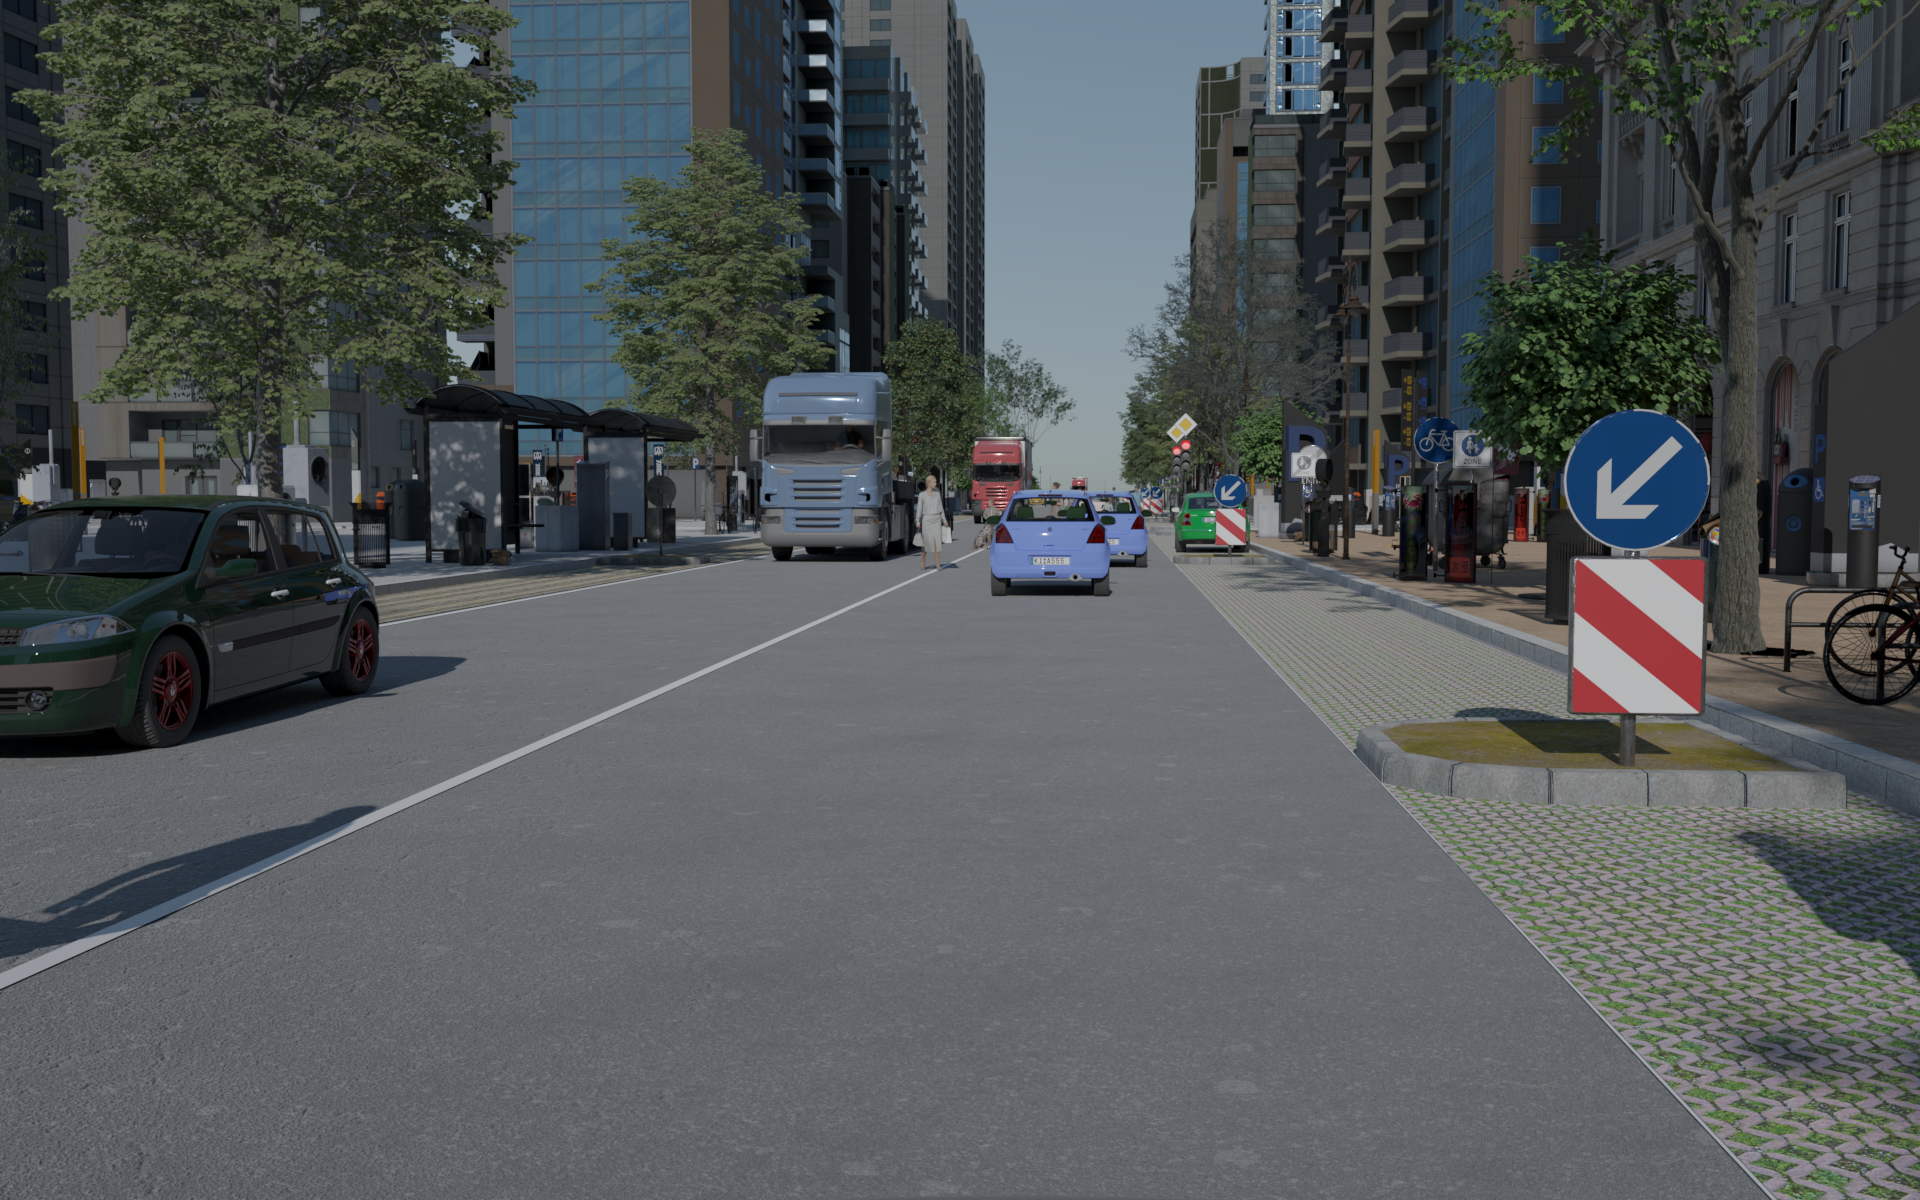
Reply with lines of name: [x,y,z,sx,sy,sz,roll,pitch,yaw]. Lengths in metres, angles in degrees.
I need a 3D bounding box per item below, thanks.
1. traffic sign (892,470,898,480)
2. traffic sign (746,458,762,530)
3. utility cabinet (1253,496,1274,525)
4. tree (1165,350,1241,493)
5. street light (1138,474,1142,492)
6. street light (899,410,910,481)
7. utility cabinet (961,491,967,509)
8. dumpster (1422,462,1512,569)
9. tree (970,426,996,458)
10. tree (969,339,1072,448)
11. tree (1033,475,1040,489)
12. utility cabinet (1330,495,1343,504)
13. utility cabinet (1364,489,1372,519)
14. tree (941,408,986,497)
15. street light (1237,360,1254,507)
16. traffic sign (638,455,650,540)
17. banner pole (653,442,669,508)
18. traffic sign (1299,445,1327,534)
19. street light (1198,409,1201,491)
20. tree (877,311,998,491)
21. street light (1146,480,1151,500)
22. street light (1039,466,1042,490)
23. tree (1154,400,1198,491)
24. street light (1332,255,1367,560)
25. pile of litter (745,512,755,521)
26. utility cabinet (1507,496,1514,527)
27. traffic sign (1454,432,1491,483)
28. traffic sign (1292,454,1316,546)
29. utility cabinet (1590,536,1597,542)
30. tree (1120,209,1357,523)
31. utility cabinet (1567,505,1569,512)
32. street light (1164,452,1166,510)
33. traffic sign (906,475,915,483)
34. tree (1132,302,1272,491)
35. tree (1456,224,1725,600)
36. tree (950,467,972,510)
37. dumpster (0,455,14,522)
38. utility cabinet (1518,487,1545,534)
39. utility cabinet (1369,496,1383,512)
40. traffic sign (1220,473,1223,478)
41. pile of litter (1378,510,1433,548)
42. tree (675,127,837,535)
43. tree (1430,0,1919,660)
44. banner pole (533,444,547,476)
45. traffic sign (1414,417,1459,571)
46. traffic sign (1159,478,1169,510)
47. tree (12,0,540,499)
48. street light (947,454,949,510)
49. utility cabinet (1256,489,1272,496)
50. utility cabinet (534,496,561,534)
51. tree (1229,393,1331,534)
traffic sign: [-3.644,-5.713,93.409,0.884,2.594,0.081,1,4,10]
traffic sign: [-7.138,-3.700,60.606,0.768,2.556,0.104,1,4,11]
utility cabinet: [12.615,-3.679,71.317,1.020,1.237,0.306,1,4,15]
tree: [12.227,-8.252,85.282,4.360,8.622,3.978,0,3,0]
street light: [28.422,-18.542,275.942,0.468,5.910,1.993,0,4,5]
street light: [-3.062,-7.517,95.688,0.468,5.910,1.993,0,4,5]
utility cabinet: [0.335,-8.254,143.637,0.318,1.500,1.173,-1,4,-13]
dumpster: [8.841,-1.496,30.218,1.264,1.857,1.865,0,4,5]
tree: [2.850,-13.933,178.173,4.360,8.622,3.978,0,3,0]
tree: [6.622,-21.596,208.975,12.611,20.169,13.585,0,3,0]
tree: [10.376,-16.916,260.289,4.285,4.588,4.351,0,3,0]
utility cabinet: [17.910,-4.421,83.439,1.020,1.237,0.306,-1,4,-15]
utility cabinet: [18.774,-4.344,79.711,0.318,1.500,1.173,1,4,8]
tree: [-0.157,-10.970,129.720,4.737,8.622,4.395,0,3,0]
street light: [9.821,-5.312,59.647,0.468,5.910,1.993,0,4,5]
traffic sign: [-8.993,-2.943,48.219,0.768,2.556,0.104,0,4,7]
banner pole: [-13.124,-5.286,76.442,0.863,3.779,0.401,0,4,2]
traffic sign: [9.186,-2.763,45.275,0.768,2.556,0.104,1,4,11]
street light: [12.529,-7.216,90.771,0.468,5.910,1.993,0,4,5]
tree: [-2.139,-11.734,108.860,9.611,12.733,9.660,0,3,0]
street light: [23.561,-15.044,218.758,0.468,5.910,1.993,0,4,5]
street light: [13.117,-18.962,282.818,0.468,5.910,1.993,0,4,5]
tree: [16.784,-11.116,132.115,4.737,8.622,4.395,0,3,0]
street light: [7.556,-3.728,33.734,0.468,5.910,1.993,0,4,5]
pile of litter: [-10.552,-4.318,84.566,1.176,0.858,1.719,-2,4,-30]
utility cabinet: [21.339,-3.475,67.979,0.306,1.237,1.020,-1,4,-17]
traffic sign: [8.241,-1.577,27.909,0.606,2.300,0.079,0,4,6]
traffic sign: [8.551,-2.506,43.096,0.606,2.300,0.079,1,4,14]
utility cabinet: [17.074,-2.180,46.804,0.306,1.237,1.020,3,5,42]
tree: [11.991,-10.109,75.646,12.009,13.543,11.850,0,3,0]
utility cabinet: [19.554,-2.642,54.351,0.306,1.237,1.020,-3,4,-37]
street light: [16.883,-10.380,142.492,0.468,5.910,1.993,0,4,5]
traffic sign: [-3.427,-7.095,116.105,0.768,2.556,0.104,1,4,14]
tree: [14.753,-11.268,102.359,7.486,12.596,7.792,0,3,0]
tree: [7.592,-2.289,21.135,4.285,4.588,4.351,0,3,0]
tree: [0.278,-9.569,140.174,4.285,4.588,4.351,0,3,0]
dumpster: [-10.969,-0.930,17.706,1.502,2.255,1.985,0,4,5]
utility cabinet: [18.178,-2.830,54.956,1.173,1.500,0.318,-1,4,-18]
utility cabinet: [18.066,-3.871,74.452,1.020,1.237,0.306,-2,4,-29]
traffic sign: [14.146,-5.826,95.361,0.768,2.556,0.104,1,4,9]
pile of litter: [10.901,-1.688,41.559,1.176,0.858,1.719,-1,4,-15]
tree: [-7.704,-8.292,53.697,7.486,12.596,7.792,0,3,0]
tree: [6.135,-5.382,13.746,9.928,11.665,9.643,0,3,0]
banner pole: [-20.855,-5.885,86.240,0.863,3.779,0.401,-2,4,-25]
traffic sign: [7.903,-1.750,28.725,0.768,2.556,0.104,1,4,11]
traffic sign: [16.382,-8.497,139.034,0.768,2.556,0.104,1,4,12]
tree: [-9.548,-6.499,24.387,7.486,12.596,7.792,0,3,0]
street light: [-0.841,-9.086,121.347,0.468,5.910,1.993,0,4,5]
utility cabinet: [12.951,-3.980,73.750,0.318,1.500,1.173,2,4,28]
utility cabinet: [-13.468,-2.766,56.390,0.306,1.237,1.020,2,4,30]
tree: [10.416,-4.441,56.325,4.285,4.588,4.351,0,3,0]
